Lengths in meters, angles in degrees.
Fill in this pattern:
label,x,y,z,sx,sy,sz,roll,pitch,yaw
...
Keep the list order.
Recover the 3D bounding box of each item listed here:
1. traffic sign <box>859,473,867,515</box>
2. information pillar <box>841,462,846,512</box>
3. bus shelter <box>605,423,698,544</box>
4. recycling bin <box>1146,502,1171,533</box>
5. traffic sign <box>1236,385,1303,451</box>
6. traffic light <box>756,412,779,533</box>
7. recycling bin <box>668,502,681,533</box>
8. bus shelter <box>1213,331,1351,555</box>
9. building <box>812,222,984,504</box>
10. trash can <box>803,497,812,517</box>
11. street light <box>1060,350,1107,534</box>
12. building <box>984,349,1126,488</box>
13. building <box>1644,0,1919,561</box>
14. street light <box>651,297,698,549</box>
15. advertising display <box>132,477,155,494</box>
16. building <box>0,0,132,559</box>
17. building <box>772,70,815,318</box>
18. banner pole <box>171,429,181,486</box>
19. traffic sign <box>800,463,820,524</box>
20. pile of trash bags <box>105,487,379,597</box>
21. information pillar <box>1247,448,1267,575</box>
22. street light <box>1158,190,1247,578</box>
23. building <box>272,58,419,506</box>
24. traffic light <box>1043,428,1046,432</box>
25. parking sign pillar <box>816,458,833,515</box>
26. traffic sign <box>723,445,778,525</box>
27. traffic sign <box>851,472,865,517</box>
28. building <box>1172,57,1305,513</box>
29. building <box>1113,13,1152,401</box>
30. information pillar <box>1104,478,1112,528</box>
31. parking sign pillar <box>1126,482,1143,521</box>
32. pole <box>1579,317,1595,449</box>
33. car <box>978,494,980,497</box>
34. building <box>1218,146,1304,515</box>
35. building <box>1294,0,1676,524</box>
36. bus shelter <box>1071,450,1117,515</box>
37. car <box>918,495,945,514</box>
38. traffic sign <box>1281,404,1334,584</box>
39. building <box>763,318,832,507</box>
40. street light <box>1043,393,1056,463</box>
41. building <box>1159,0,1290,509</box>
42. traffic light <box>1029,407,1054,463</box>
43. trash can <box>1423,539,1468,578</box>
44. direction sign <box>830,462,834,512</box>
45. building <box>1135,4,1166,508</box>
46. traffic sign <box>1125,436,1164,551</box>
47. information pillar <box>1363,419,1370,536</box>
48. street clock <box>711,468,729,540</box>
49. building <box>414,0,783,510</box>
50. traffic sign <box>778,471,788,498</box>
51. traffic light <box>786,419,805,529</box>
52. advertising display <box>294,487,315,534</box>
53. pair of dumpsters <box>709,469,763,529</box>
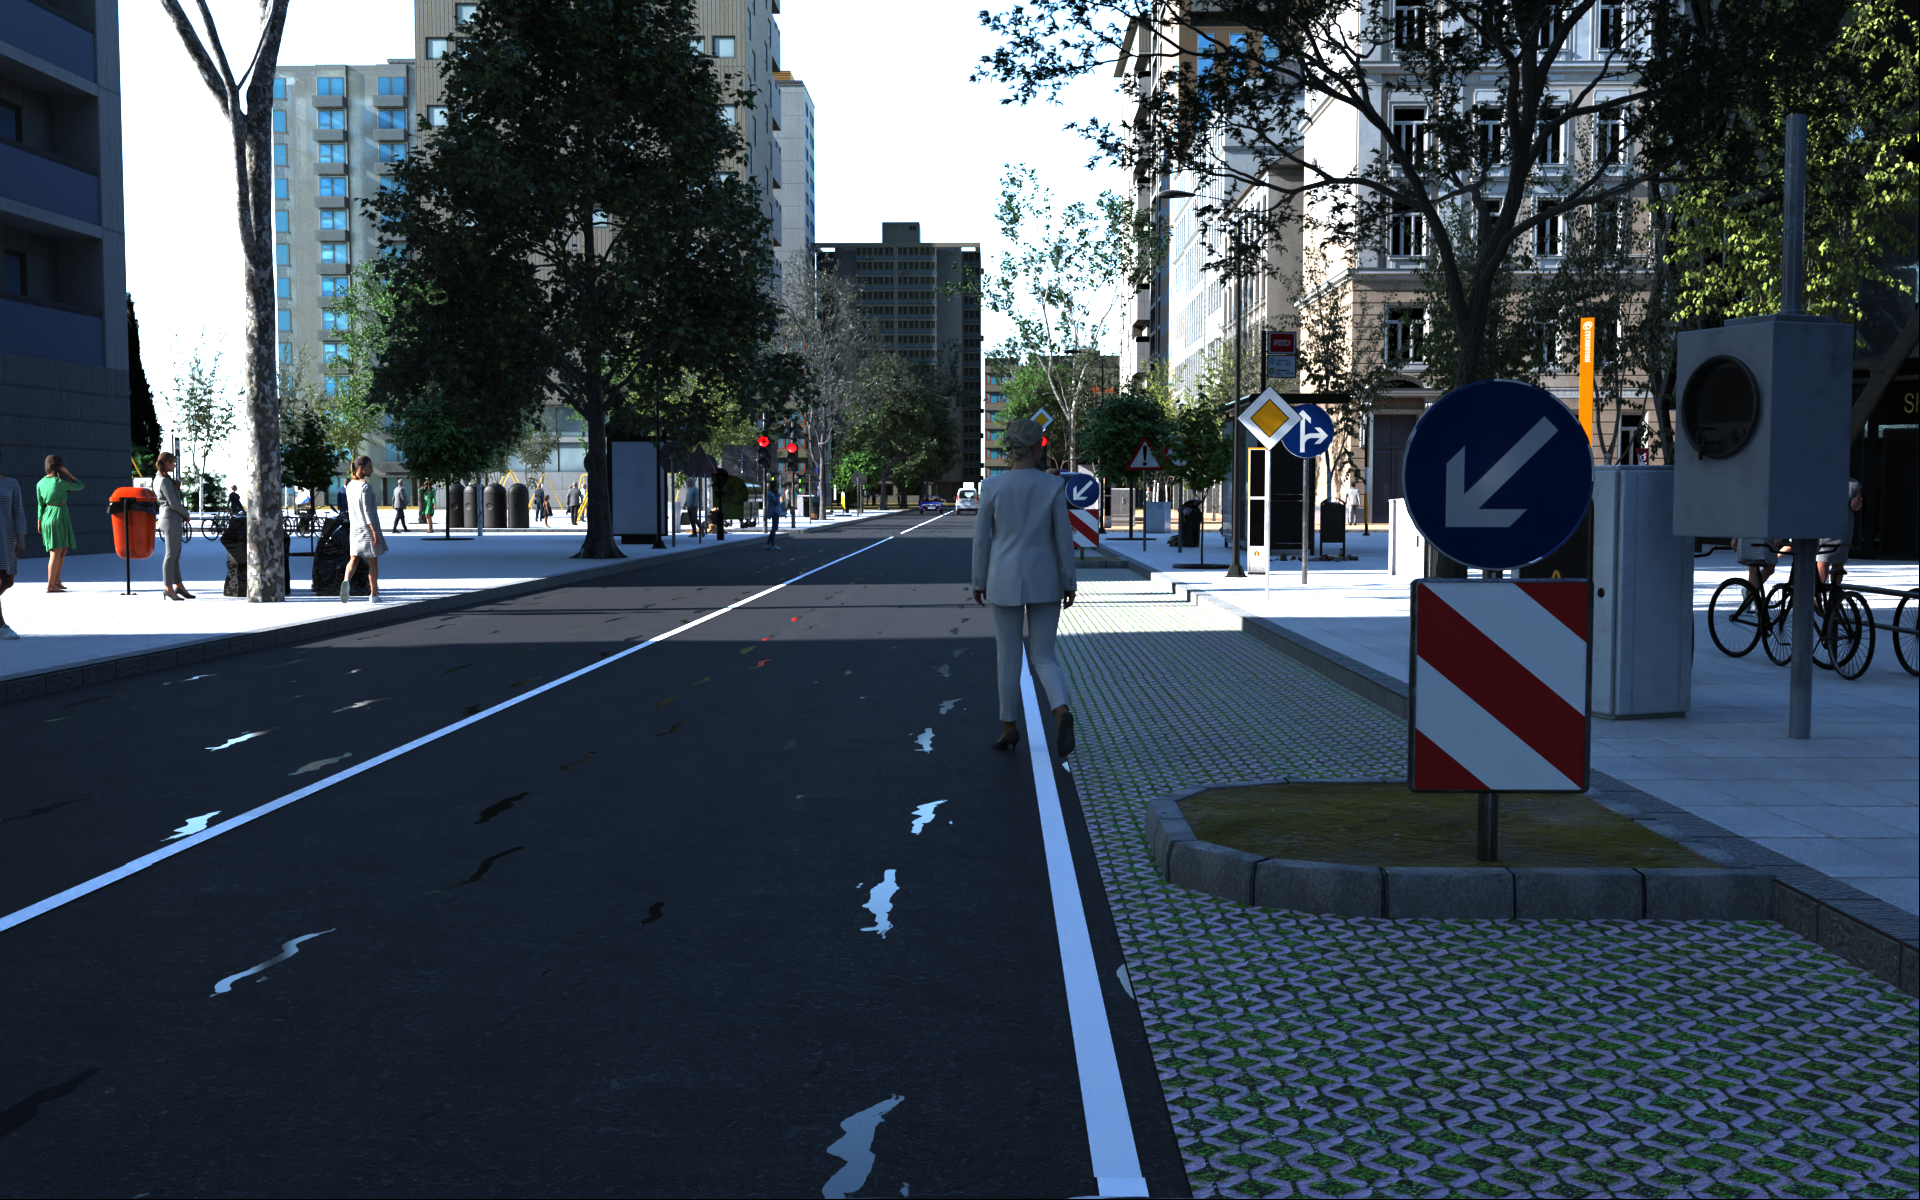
label,x,y,z,sx,sy,sz,roll,pitch,yaw
traffic sign,-6.006,-6.412,104.936,0.768,2.556,0.104,0,4,6
information pillar,-8.544,-8.316,127.319,0.183,3.616,0.504,-3,5,-39
bus shelter,-8.219,-3.233,46.782,2.014,3.302,5.546,0,4,1
recycling bin,6.490,-2.714,56.926,0.722,1.027,0.722,2,4,25
traffic sign,3.764,-1.301,21.003,0.795,2.593,0.064,0,4,3
traffic light,-6.336,-4.129,56.428,0.839,4.253,0.868,0,4,1
recycling bin,-9.600,-2.706,56.790,0.722,1.027,0.722,1,4,9
bus shelter,7.169,-3.834,40.316,2.179,5.291,8.768,0,4,1
building,-8.541,-34.147,250.176,23.993,40.220,32.217,0,4,1
trash can,-8.300,-5.104,95.103,0.748,1.137,0.748,0,3,0
street light,4.045,-5.095,55.852,1.470,5.913,1.316,0,4,1
building,17.975,-24.562,246.625,28.899,21.520,27.650,0,4,1
building,24.142,-10.330,36.354,16.820,18.784,16.811,0,4,1
street light,-6.543,-4.161,40.581,1.470,5.913,1.316,0,4,1
advertising display,-30.588,-3.653,64.939,0.974,1.923,0.123,1,4,19
building,-32.472,-30.004,32.565,28.212,58.520,21.231,0,4,1
building,-34.741,-42.967,244.510,28.212,58.520,21.231,0,4,1
banner pole,-30.223,-4.696,66.794,0.401,3.779,0.863,0,4,-1
traffic sign,-6.330,-4.476,73.191,0.884,2.594,0.081,0,4,5
pile of trash bags,-9.200,-0.771,22.361,3.447,1.369,1.912,0,4,-6
information pillar,4.753,-1.412,27.581,0.304,2.012,0.304,1,4,17
street light,3.724,-3.307,26.605,1.470,5.913,1.316,0,4,1
building,-59.555,-35.112,193.689,30.456,49.044,23.786,0,4,1
traffic light,2.770,-4.608,64.264,0.839,4.253,0.868,0,4,1
parking sign pillar,-8.562,-7.239,106.833,1.447,3.967,1.447,-1,4,-10
traffic sign,-8.660,-4.747,71.480,2.265,3.308,0.079,0,4,3
traffic sign,-5.826,-6.042,98.891,0.768,2.556,0.104,0,4,3
building,22.285,-21.200,124.107,11.434,29.767,29.804,0,4,1
building,31.877,-36.682,188.991,28.713,52.752,27.495,0,4,1
information pillar,5.533,-3.725,65.398,0.304,2.012,0.304,-1,4,-15
parking sign pillar,8.087,-5.722,82.029,1.447,3.967,1.447,0,4,4
pole,7.273,-1.609,20.159,0.158,3.312,0.155,0,3,0
car,1.864,-9.571,168.492,2.014,1.417,4.499,0,4,2
building,20.932,-15.351,100.143,9.793,20.994,18.267,0,4,1
building,26.691,-18.012,80.403,20.117,28.700,13.634,0,4,1
bus shelter,5.987,-5.026,76.101,2.014,3.302,5.546,0,4,1
car,-2.098,-6.997,126.973,1.945,1.354,3.894,0,4,-1
traffic sign,4.903,-1.496,24.559,0.768,2.556,0.104,0,4,1
building,-29.921,-21.216,191.917,28.899,21.520,27.650,0,4,1
street light,4.500,-6.550,79.631,1.470,5.913,1.316,0,4,1
building,24.734,-30.447,147.920,14.600,45.320,14.200,0,4,1
traffic light,2.624,-4.120,56.280,0.839,4.253,0.868,0,4,1
trash can,6.877,-0.786,24.504,0.748,1.137,0.748,0,3,0
direction sign,-9.074,-7.985,122.551,0.379,3.537,0.876,0,4,-5
building,27.076,-44.419,164.504,20.563,71.187,20.611,0,4,1
traffic sign,4.140,-2.373,38.809,0.884,2.594,0.081,1,4,8
information pillar,12.536,-3.793,53.377,0.183,3.616,0.504,1,4,20
street clock,-6.674,-2.669,48.208,0.471,2.002,0.358,0,4,-3
building,-30.453,-34.499,153.305,28.713,52.752,27.495,0,4,1
traffic sign,-9.738,-5.747,94.063,0.768,2.556,0.104,1,4,10
traffic light,-6.190,-4.617,64.411,0.839,4.253,0.868,0,4,1
advertising display,-21.118,-3.093,55.779,0.974,1.923,0.123,3,4,36
pair of dumpsters,-8.527,-3.878,65.894,1.574,2.255,4.437,0,4,1
